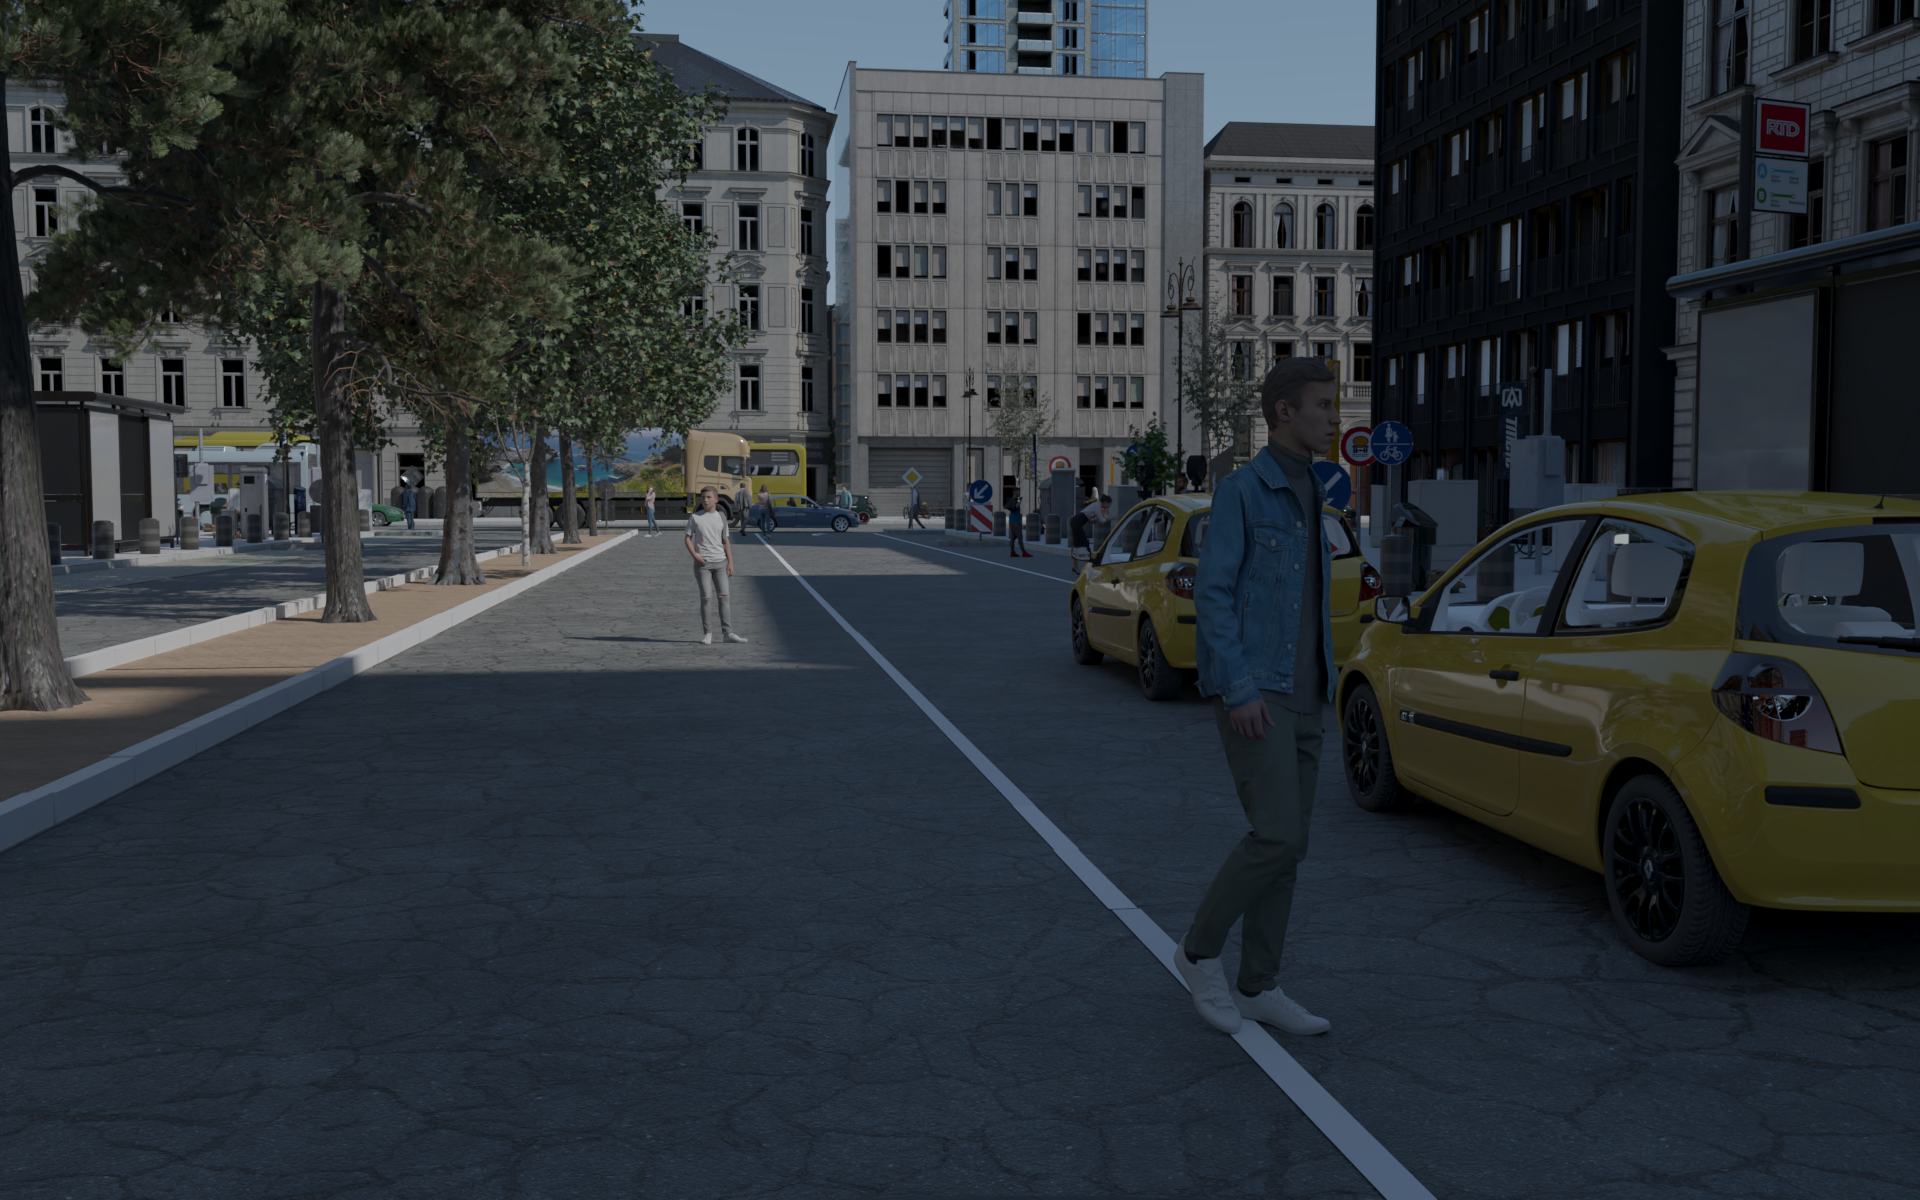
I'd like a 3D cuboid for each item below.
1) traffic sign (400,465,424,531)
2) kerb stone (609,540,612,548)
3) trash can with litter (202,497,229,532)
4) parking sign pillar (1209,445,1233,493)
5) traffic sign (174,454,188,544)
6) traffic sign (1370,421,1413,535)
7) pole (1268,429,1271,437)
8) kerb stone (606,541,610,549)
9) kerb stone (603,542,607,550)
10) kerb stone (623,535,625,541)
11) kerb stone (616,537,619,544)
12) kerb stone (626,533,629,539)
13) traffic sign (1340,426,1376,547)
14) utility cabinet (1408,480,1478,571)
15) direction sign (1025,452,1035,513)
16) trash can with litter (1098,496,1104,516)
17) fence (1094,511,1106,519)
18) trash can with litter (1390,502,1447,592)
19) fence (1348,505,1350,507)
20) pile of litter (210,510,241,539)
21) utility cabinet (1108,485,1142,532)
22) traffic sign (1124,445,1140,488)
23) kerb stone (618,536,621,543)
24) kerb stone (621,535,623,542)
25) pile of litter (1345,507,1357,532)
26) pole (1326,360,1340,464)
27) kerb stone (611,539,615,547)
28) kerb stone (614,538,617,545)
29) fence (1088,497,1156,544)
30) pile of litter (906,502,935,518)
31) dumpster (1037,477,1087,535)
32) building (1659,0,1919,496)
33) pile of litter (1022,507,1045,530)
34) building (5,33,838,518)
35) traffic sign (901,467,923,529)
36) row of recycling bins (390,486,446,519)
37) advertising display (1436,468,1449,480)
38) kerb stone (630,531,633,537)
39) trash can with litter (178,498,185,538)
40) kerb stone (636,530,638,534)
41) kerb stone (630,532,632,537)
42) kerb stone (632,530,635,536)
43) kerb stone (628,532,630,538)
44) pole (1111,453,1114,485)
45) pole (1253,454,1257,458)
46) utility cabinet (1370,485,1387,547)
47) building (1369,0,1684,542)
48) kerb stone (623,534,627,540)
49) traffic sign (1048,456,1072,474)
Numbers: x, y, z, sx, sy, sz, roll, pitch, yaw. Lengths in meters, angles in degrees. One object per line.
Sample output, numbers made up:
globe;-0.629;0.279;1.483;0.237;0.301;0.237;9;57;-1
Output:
traffic sign;-19.063;-3.465;60.293;0.795;2.450;0.064;0;4;-8
kerb stone;-9.312;-1.424;45.610;0.120;0.150;1.000;0;4;-8
trash can with litter;-25.192;-2.892;58.679;0.624;1.170;1.055;0;4;6
parking sign pillar;14.310;-6.516;95.006;1.447;3.967;1.447;1;4;12
traffic sign;-19.919;-2.563;44.031;0.606;2.300;0.079;0;4;1
traffic sign;7.508;-1.844;30.257;0.768;2.556;0.104;0;4;-5
pole;8.358;-3.228;46.615;0.158;3.312;0.155;0;3;0
kerb stone;-9.169;-1.369;44.586;0.120;0.150;1.000;0;4;-8
kerb stone;-9.026;-1.305;43.565;0.120;0.150;1.000;0;4;-8
kerb stone;-10.174;-1.805;51.704;0.120;0.150;1.000;0;4;-8
kerb stone;-9.737;-1.619;48.660;0.120;0.150;1.000;0;4;-8
kerb stone;-10.448;-1.929;53.740;0.120;0.150;1.000;0;4;-8
traffic sign;7.472;-1.977;32.430;0.768;2.556;0.104;0;4;-2
utility cabinet;7.549;-1.128;27.127;1.173;1.500;0.318;-2;4;-28
direction sign;3.749;-6.181;93.053;0.379;3.537;0.876;3;4;37
trash can with litter;7.231;-4.776;89.483;0.624;1.170;1.055;-1;4;-13
fence;5.284;-2.884;62.525;2.069;0.683;0.278;3;5;41
trash can with litter;6.185;-0.697;22.777;0.624;1.170;1.055;-3;4;-36
fence;19.827;-4.698;92.187;2.069;0.683;0.278;-1;4;-13
pile of litter;-21.148;-2.212;50.135;1.176;0.858;1.719;0;4;3
utility cabinet;4.048;-2.059;42.343;0.318;1.500;1.173;2;4;35
traffic sign;4.466;-2.645;43.353;0.768;2.556;0.104;0;4;-8
kerb stone;-9.878;-1.681;49.674;0.120;0.150;1.000;0;4;-8
kerb stone;-10.031;-1.742;50.688;0.120;0.150;1.000;0;4;-8
pile of litter;13.182;-2.778;59.392;1.176;0.858;1.719;2;4;26
pole;5.696;-1.997;26.495;0.158;3.312;0.155;0;3;0
kerb stone;-9.457;-1.494;46.628;0.120;0.150;1.000;0;4;-8
kerb stone;-9.599;-1.557;47.645;0.120;0.150;1.000;0;4;-8
fence;4.235;-2.079;45.195;2.264;1.192;0.480;-2;4;-30
pile of litter;-2.012;-4.810;92.607;1.719;0.858;1.176;2;4;23
dumpster;3.198;-2.955;54.073;1.264;1.857;1.865;-1;4;-8
building;21.266;-10.050;28.941;10.561;19.102;19.286;0;4;-8
pile of litter;2.602;-2.972;62.565;1.176;0.858;1.719;0;4;5
building;-29.496;-19.797;100.104;44.131;29.872;17.030;0;4;-8
traffic sign;-1.735;-3.612;62.695;0.795;2.450;0.064;0;4;-8
row of recycling bins;-27.890;-5.039;89.498;3.534;1.692;1.069;1;4;19
advertising display;11.832;-2.282;42.523;0.123;1.923;0.974;0;4;5
kerb stone;-10.879;-2.115;56.795;0.120;0.150;1.000;0;4;-8
trash can with litter;-23.120;-2.382;50.337;1.055;1.170;0.624;-2;4;-28
kerb stone;-11.310;-2.302;59.845;0.120;0.150;1.000;0;4;-8
kerb stone;-10.734;-2.051;55.769;0.120;0.150;1.000;0;4;-8
kerb stone;-11.030;-2.178;57.811;0.120;0.150;1.000;0;4;-8
kerb stone;-10.608;-1.991;54.752;0.120;0.150;1.000;0;4;-8
pole;7.560;-5.634;85.963;0.158;3.312;0.155;0;3;0
pole;15.014;-5.780;88.351;0.158;3.312;0.155;0;3;0
utility cabinet;10.153;-2.029;41.845;0.318;1.500;1.173;1;4;20
building;19.933;-13.250;46.322;12.332;23.373;15.834;0;4;-8
kerb stone;-10.317;-1.867;52.724;0.120;0.150;1.000;0;4;-8
traffic sign;3.307;-3.505;57.405;0.768;2.556;0.104;0;3;0
